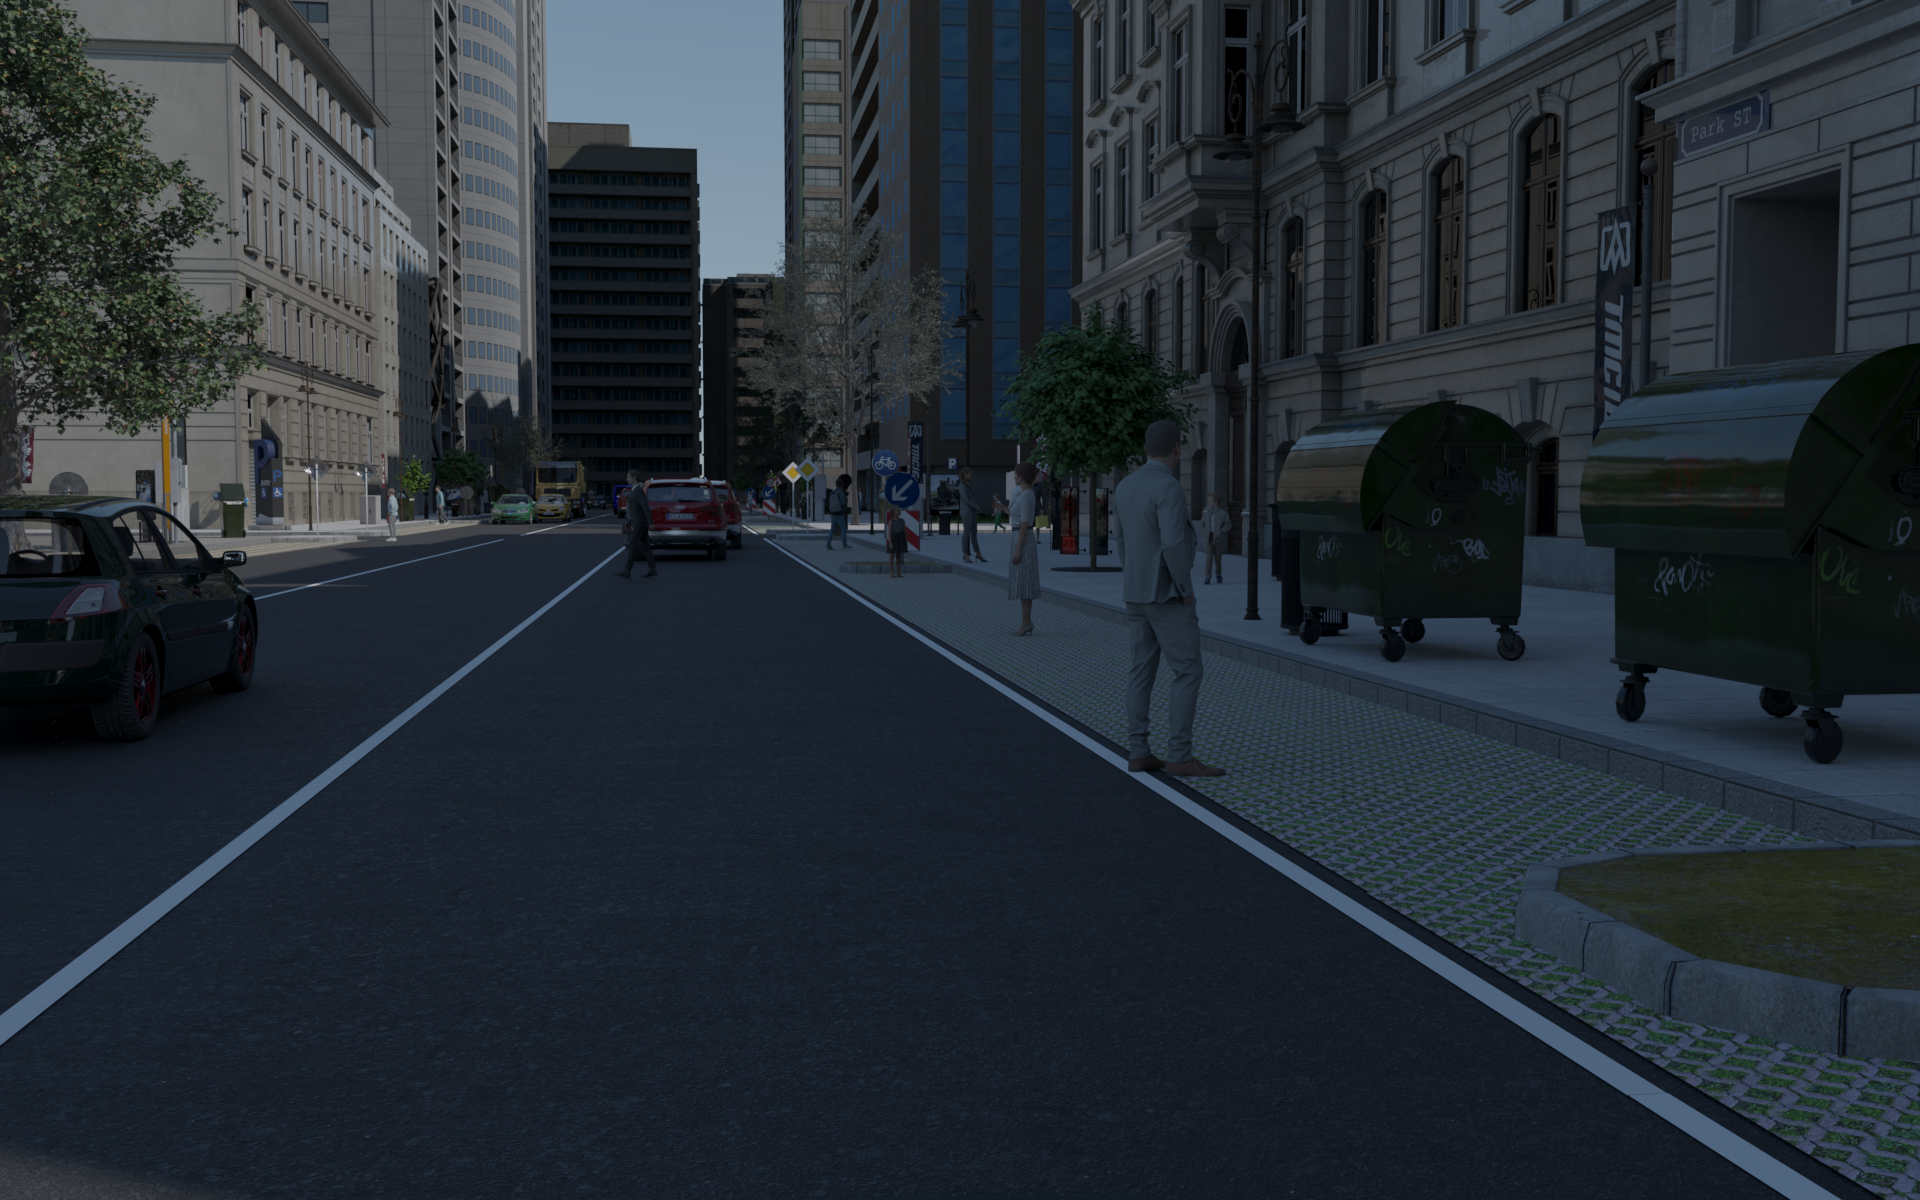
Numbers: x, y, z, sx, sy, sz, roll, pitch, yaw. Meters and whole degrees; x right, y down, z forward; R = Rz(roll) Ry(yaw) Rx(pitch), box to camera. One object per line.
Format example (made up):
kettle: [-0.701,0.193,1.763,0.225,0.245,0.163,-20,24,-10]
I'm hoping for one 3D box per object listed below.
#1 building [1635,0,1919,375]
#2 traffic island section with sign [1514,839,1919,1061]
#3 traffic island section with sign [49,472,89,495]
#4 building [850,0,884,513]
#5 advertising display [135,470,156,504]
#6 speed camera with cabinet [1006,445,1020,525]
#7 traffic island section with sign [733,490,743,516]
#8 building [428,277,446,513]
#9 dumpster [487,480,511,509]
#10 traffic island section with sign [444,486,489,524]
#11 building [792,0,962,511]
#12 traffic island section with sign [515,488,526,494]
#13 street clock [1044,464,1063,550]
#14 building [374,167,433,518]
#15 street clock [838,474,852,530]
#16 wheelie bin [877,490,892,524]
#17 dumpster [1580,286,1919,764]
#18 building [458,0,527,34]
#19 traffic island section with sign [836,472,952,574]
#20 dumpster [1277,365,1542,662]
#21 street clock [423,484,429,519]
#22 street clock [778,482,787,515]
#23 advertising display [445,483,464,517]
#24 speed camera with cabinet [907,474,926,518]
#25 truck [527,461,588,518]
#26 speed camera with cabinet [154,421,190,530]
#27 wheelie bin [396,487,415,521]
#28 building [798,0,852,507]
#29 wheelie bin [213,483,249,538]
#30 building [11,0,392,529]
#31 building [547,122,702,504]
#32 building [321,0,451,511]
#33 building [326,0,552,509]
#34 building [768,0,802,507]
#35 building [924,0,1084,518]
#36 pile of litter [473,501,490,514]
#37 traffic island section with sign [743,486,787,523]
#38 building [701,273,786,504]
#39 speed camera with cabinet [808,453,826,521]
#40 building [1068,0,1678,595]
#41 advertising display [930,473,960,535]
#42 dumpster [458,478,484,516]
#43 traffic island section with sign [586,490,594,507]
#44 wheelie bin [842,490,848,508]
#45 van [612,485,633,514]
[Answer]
building: [13.677,-10.521,8.183,11.583,22.565,21.152,-1,4,-9]
traffic island section with sign: [2.836,0.206,5.266,1.989,1.847,2.006,-1,4,-9]
traffic island section with sign: [-15.682,-1.319,30.201,1.989,1.847,2.006,-1,4,-9]
building: [4.128,-30.219,117.786,21.300,48.544,21.600,-1,4,-9]
advertising display: [-21.689,-2.504,46.154,0.974,1.923,0.123,3,5,43]
speed camera with cabinet: [2.294,-4.684,70.916,0.660,3.252,2.038,1,4,10]
traffic island section with sign: [-13.877,-6.432,113.789,1.989,1.847,2.006,-1,4,-9]
building: [-43.347,-15.168,115.456,16.820,18.784,16.811,-1,4,-9]
dumpster: [-31.948,-7.174,119.782,1.502,2.255,1.985,-1,4,-9]
traffic island section with sign: [-24.063,-4.642,84.532,1.989,1.847,2.006,-1,4,-9]
building: [-8.297,-31.348,162.643,14.600,45.320,14.200,-1,4,-9]
traffic island section with sign: [-28.162,-6.272,111.174,1.989,1.847,2.006,-1,4,-9]
street clock: [2.221,-2.151,39.737,0.358,2.002,0.471,1,4,19]
building: [-37.050,-14.962,99.373,10.420,20.320,16.860,-1,4,-9]
street clock: [-4.124,-3.510,61.961,0.471,2.002,0.358,-2,4,-24]
wheelie bin: [-3.218,-4.097,74.896,0.693,1.594,0.980,-1,4,-12]
dumpster: [4.395,-0.399,9.010,1.502,2.255,1.985,-1,4,-9]
building: [-53.263,-38.159,165.891,21.231,58.520,28.212,-1,4,-9]
traffic island section with sign: [-1.258,-1.424,31.909,1.989,1.847,2.006,-1,4,-9]
dumpster: [3.591,-0.703,13.984,1.502,2.255,1.985,-1,4,-9]
street clock: [-27.531,-5.183,89.305,0.358,2.002,0.471,-2,4,-35]
street clock: [-12.345,-7.060,119.996,0.471,2.002,0.358,1,4,15]
advertising display: [-28.270,-5.608,96.904,0.974,1.923,0.123,-2,4,-26]
speed camera with cabinet: [-2.167,-5.166,78.793,0.660,3.252,2.038,-1,4,-21]
truck: [-24.032,-6.635,104.398,3.469,3.379,9.791,-1,4,-10]
speed camera with cabinet: [-20.825,-3.145,45.752,0.660,3.252,2.038,-1,4,-17]
wheelie bin: [-25.986,-4.477,81.106,0.693,1.594,0.980,0,4,5]
building: [-6.738,-28.392,147.811,14.154,41.232,14.086,-1,4,-9]
wheelie bin: [-21.390,-2.624,50.803,0.980,1.594,0.693,-2,4,-34]
building: [-35.611,-14.829,75.739,16.112,22.955,30.059,-1,4,-9]
building: [-45.320,-37.067,229.741,21.600,48.544,21.300,-1,4,-9]
building: [-49.706,-42.997,141.245,20.563,71.187,20.611,-1,4,-9]
building: [-57.105,-46.168,193.097,20.611,71.187,20.563,-1,4,-9]
building: [-11.676,-46.573,199.726,20.563,71.187,20.611,-1,4,-9]
building: [3.310,-27.003,91.604,14.600,45.320,14.200,-1,4,-9]
pile of litter: [-33.875,-6.765,124.578,1.719,0.858,1.176,3,4,38]
traffic island section with sign: [-9.704,-4.777,86.725,1.989,1.847,2.006,-1,4,-9]
building: [-27.181,-28.035,230.069,14.107,30.474,14.160,-1,4,-9]
speed camera with cabinet: [-6.910,-5.453,83.500,0.660,3.252,2.038,-1,4,-14]
building: [11.242,-13.264,35.958,14.460,24.649,34.723,-1,4,-9]
advertising display: [-0.482,-2.984,53.999,0.974,1.923,0.123,0,4,-6]
dumpster: [-29.515,-6.220,104.189,1.502,2.255,1.985,-1,4,-9]
traffic island section with sign: [-39.981,-10.969,187.965,1.989,1.847,2.006,-1,4,-9]
wheelie bin: [-7.116,-5.874,103.955,0.693,1.594,0.980,-2,4,-31]
van: [-23.732,-7.301,123.753,2.240,2.365,5.245,-1,4,-8]
